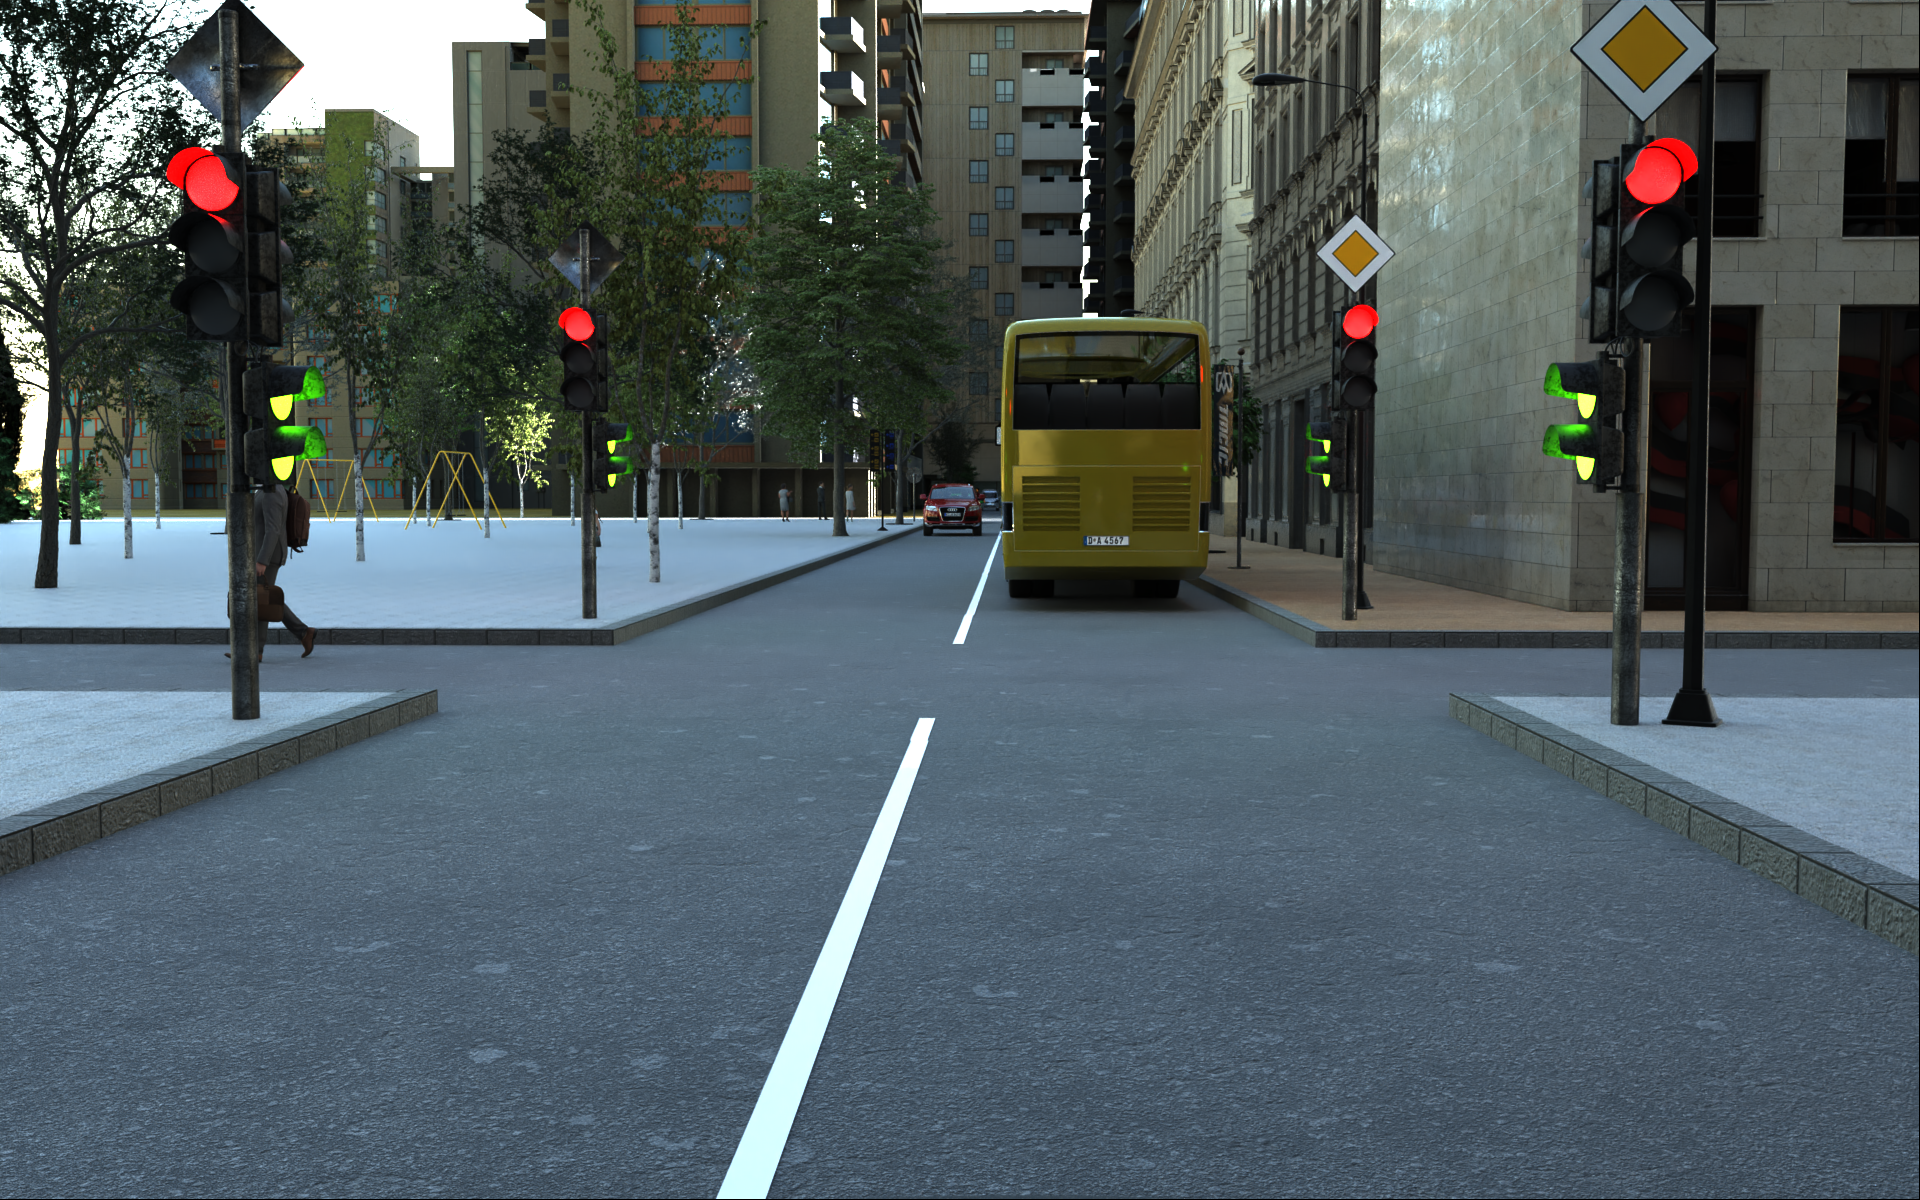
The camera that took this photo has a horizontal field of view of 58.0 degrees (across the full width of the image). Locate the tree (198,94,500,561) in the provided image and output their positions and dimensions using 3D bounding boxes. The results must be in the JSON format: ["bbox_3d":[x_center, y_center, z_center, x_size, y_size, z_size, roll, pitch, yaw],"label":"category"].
[{"bbox_3d":[-11.227,-5.044,32.836,4.360,8.622,3.978,0,3,0],"label":"tree"}]

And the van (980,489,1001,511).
[{"bbox_3d":[2.525,-8.627,148.061,2.013,2.044,4.112,0,4,0],"label":"van"}]

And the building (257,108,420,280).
[{"bbox_3d":[-67.188,-30.811,187.356,14.086,41.232,14.154,0,4,2],"label":"building"}]

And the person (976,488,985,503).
[{"bbox_3d":[1.036,-5.952,105.779,1.348,1.831,0.705,3,5,40],"label":"person"}]

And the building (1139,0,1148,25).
[{"bbox_3d":[21.255,-49.351,119.554,22.319,86.520,31.000,0,4,2],"label":"building"}]

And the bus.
[{"bbox_3d":[1.934,-2.155,26.778,2.896,3.916,12.252,0,4,2],"label":"bus"}]

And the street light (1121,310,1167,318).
[{"bbox_3d":[4.749,-4.354,43.737,1.470,5.913,1.316,0,4,2],"label":"street light"}]

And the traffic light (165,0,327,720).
[{"bbox_3d":[-4.067,-1.276,9.787,0.839,4.253,0.868,0,4,2],"label":"traffic light"}]

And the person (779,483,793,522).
[{"bbox_3d":[-8.072,-4.545,80.706,0.716,1.782,0.532,1,4,22],"label":"person"}]

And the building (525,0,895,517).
[{"bbox_3d":[-14.235,-27.679,107.179,22.147,44.769,28.867,0,4,2],"label":"building"}]

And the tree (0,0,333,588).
[{"bbox_3d":[-12.194,-5.450,23.523,7.601,10.594,8.767,-2,4,-25],"label":"tree"}]

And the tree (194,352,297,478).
[{"bbox_3d":[-28.893,-7.309,69.857,4.737,8.622,4.395,0,3,0],"label":"tree"}]

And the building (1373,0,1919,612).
[{"bbox_3d":[15.203,-10.299,23.133,16.860,20.320,10.420,0,4,2],"label":"building"}]

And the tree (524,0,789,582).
[{"bbox_3d":[-4.487,-4.578,25.209,4.737,8.622,4.395,0,3,0],"label":"tree"}]

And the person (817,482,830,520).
[{"bbox_3d":[-6.832,-4.939,86.154,0.474,1.900,0.648,-3,4,-39],"label":"person"}]

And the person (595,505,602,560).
[{"bbox_3d":[-6.353,-1.168,30.149,0.382,1.210,0.505,-3,5,-42],"label":"person"}]

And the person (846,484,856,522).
[{"bbox_3d":[-5.035,-4.444,79.461,0.466,1.731,0.760,0,4,5],"label":"person"}]

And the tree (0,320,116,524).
[{"bbox_3d":[-47.077,-10.861,79.404,13.155,14.587,18.604,-1,4,-17],"label":"tree"}]

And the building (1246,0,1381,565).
[{"bbox_3d":[12.401,-11.603,38.862,9.793,20.994,18.267,0,4,2],"label":"building"}]

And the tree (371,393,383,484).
[{"bbox_3d":[-23.726,-7.642,75.311,4.737,8.622,4.395,0,3,0],"label":"tree"}]

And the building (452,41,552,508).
[{"bbox_3d":[-37.699,-29.156,160.294,14.086,41.232,14.154,0,4,2],"label":"building"}]

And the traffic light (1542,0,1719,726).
[{"bbox_3d":[3.691,-1.262,9.552,0.839,4.253,0.868,0,4,2],"label":"traffic light"}]

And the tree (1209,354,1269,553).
[{"bbox_3d":[5.125,-3.321,38.012,4.285,4.588,4.351,0,3,0],"label":"tree"}]

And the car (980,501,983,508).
[{"bbox_3d":[0.181,-4.679,85.297,1.959,1.807,4.718,0,4,1],"label":"car"}]

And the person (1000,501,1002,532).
[{"bbox_3d":[1.655,-3.293,62.689,0.444,1.785,0.601,3,5,43],"label":"person"}]

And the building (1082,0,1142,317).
[{"bbox_3d":[21.985,-30.383,151.381,22.147,44.769,28.867,0,4,2],"label":"building"}]

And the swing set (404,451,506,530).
[{"bbox_3d":[-18.603,-4.064,64.062,2.862,2.851,3.119,0,4,3],"label":"swing set"}]

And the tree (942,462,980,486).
[{"bbox_3d":[0.092,-10.379,153.412,4.285,4.588,4.351,0,3,0],"label":"tree"}]

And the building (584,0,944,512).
[{"bbox_3d":[-16.344,-30.671,156.093,28.867,44.769,22.147,0,4,2],"label":"building"}]

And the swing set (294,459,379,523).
[{"bbox_3d":[-28.592,-4.949,78.533,2.862,2.851,3.119,2,4,27],"label":"swing set"}]

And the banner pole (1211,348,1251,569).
[{"bbox_3d":[4.622,-2.423,29.630,0.863,3.779,0.401,-2,4,-34],"label":"banner pole"}]

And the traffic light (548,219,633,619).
[{"bbox_3d":[-3.808,-1.764,17.768,0.839,4.253,0.868,0,4,2],"label":"traffic light"}]

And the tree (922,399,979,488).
[{"bbox_3d":[-0.913,-11.436,137.337,4.360,8.622,3.978,0,3,0],"label":"tree"}]

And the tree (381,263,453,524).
[{"bbox_3d":[-13.576,-6.116,50.364,4.737,8.622,4.395,0,3,0],"label":"tree"}]

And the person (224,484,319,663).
[{"bbox_3d":[-5.876,-0.387,14.792,0.822,1.834,0.622,-2,4,-35],"label":"person"}]

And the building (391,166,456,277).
[{"bbox_3d":[-47.896,-30.764,194.879,23.993,40.220,32.217,0,4,2],"label":"building"}]

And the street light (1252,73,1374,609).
[{"bbox_3d":[3.924,-2.858,19.277,1.470,5.913,1.316,0,4,2],"label":"street light"}]

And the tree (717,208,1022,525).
[{"bbox_3d":[-2.426,-9.919,72.538,12.009,13.543,11.850,0,3,0],"label":"tree"}]

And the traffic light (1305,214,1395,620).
[{"bbox_3d":[3.950,-1.750,17.533,0.839,4.253,0.868,0,4,2],"label":"traffic light"}]

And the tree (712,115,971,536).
[{"bbox_3d":[-3.556,-8.192,52.074,7.486,12.596,7.792,0,3,0],"label":"tree"}]

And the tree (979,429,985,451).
[{"bbox_3d":[-0.484,-11.781,142.989,4.360,8.622,3.978,0,3,0],"label":"tree"}]

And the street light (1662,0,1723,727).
[{"bbox_3d":[3.560,-2.263,9.544,1.470,5.913,1.316,0,4,2],"label":"street light"}]

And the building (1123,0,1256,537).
[{"bbox_3d":[16.432,-17.968,70.192,17.030,29.872,44.131,0,4,2],"label":"building"}]

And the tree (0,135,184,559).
[{"bbox_3d":[-16.798,-5.127,34.188,4.360,8.622,3.978,0,3,0],"label":"tree"}]

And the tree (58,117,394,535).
[{"bbox_3d":[-23.160,-8.844,54.965,12.009,13.543,11.850,0,3,0],"label":"tree"}]

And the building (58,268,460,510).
[{"bbox_3d":[-59.394,-18.957,154.980,28.899,21.520,27.650,0,4,2],"label":"building"}]

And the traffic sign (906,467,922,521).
[{"bbox_3d":[-2.142,-4.948,81.011,0.768,2.556,0.104,0,4,6],"label":"traffic sign"}]

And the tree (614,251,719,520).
[{"bbox_3d":[-12.839,-10.784,86.682,12.009,13.543,11.850,0,3,0],"label":"tree"}]

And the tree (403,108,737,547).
[{"bbox_3d":[-9.107,-6.581,42.006,7.601,10.594,8.767,3,5,43],"label":"tree"}]

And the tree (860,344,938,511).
[{"bbox_3d":[-3.056,-8.238,85.048,4.737,8.622,4.395,0,3,0],"label":"tree"}]

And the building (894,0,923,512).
[{"bbox_3d":[-14.037,-31.104,132.257,21.300,48.544,21.600,0,4,2],"label":"building"}]

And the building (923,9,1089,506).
[{"bbox_3d":[2.368,-36.829,191.388,27.495,52.752,28.713,0,4,2],"label":"building"}]

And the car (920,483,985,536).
[{"bbox_3d":[-0.258,-3.200,60.999,2.281,1.827,5.304,0,3,0],"label":"car"}]

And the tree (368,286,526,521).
[{"bbox_3d":[-24.925,-9.703,84.406,9.928,11.665,9.643,0,3,0],"label":"tree"}]

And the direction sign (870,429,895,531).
[{"bbox_3d":[-2.710,-4.191,60.526,0.876,3.537,0.379,0,4,8],"label":"direction sign"}]
